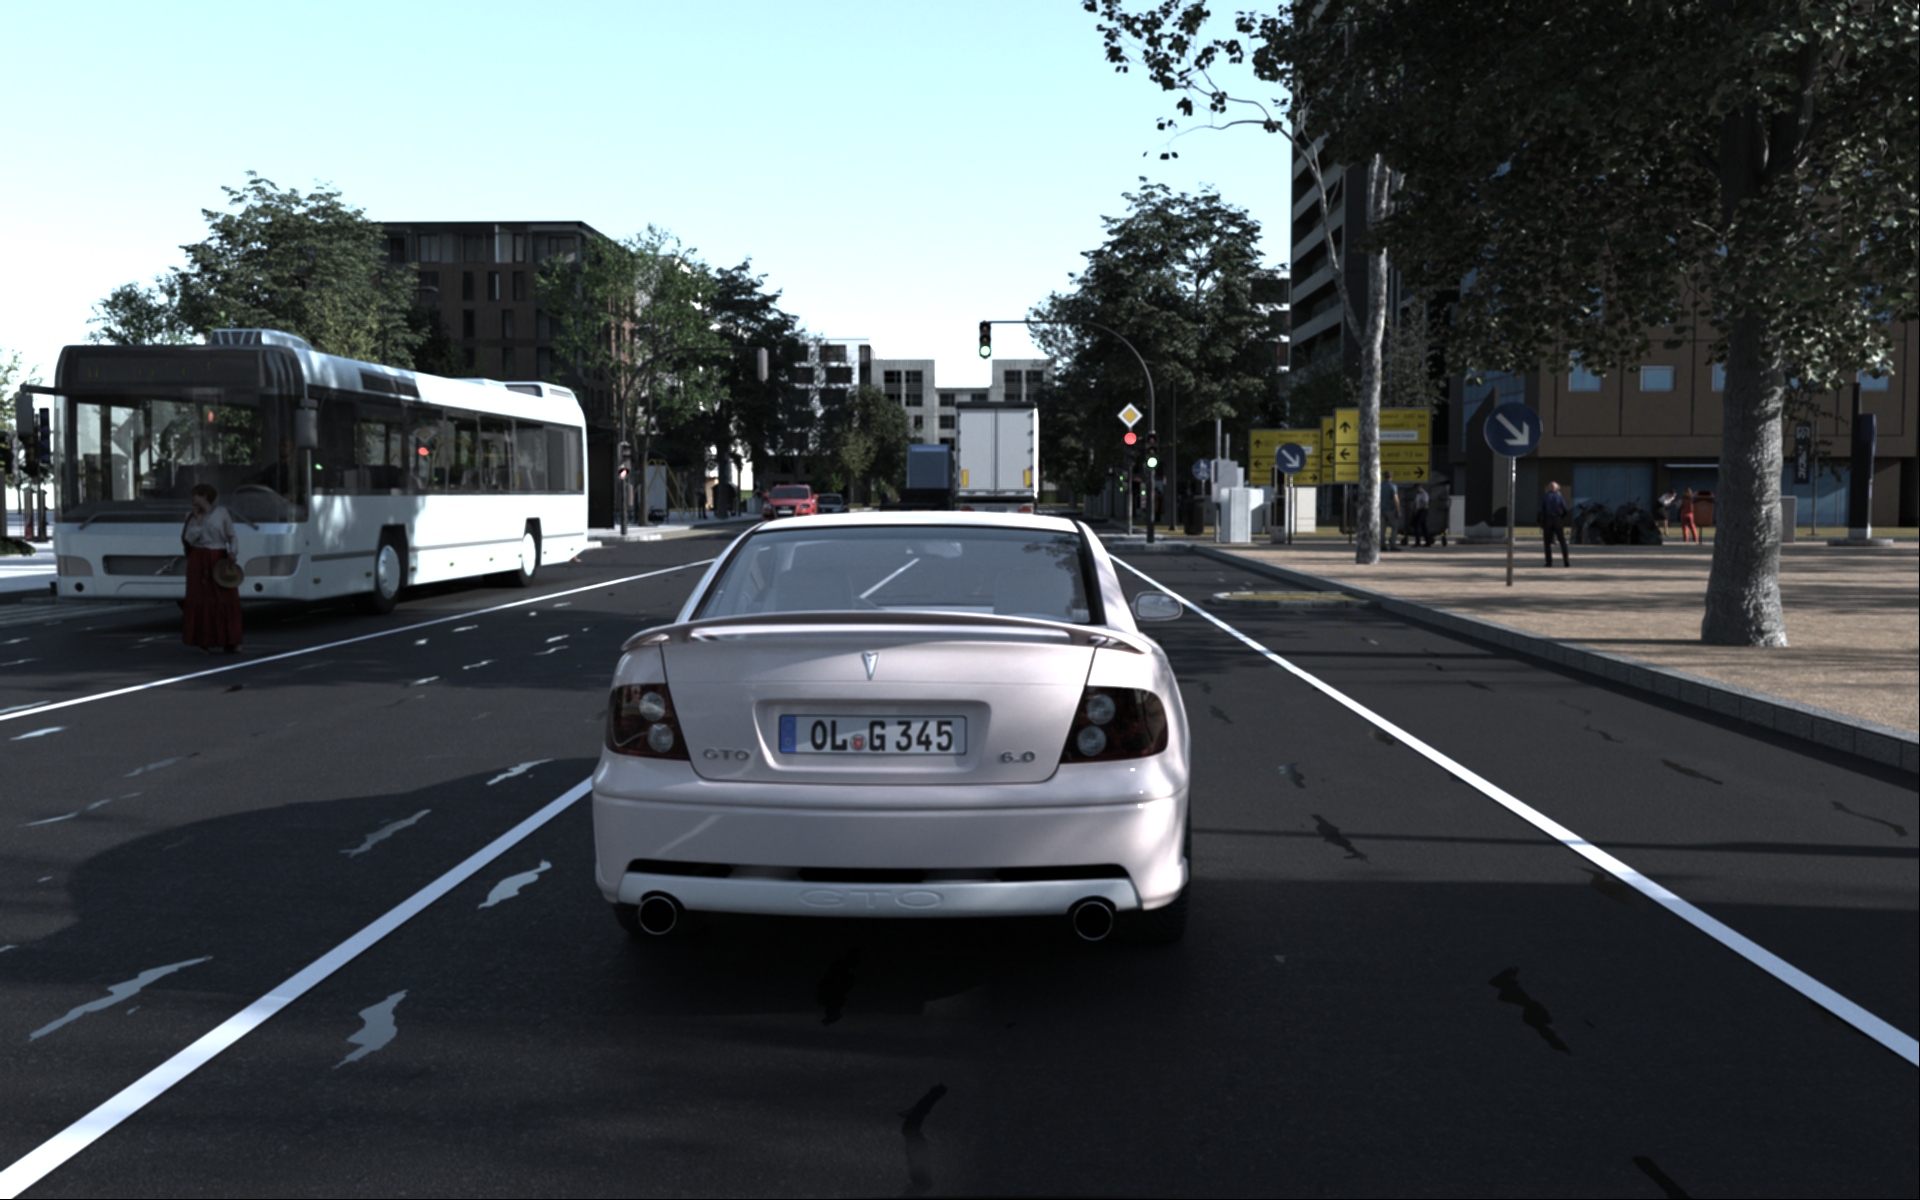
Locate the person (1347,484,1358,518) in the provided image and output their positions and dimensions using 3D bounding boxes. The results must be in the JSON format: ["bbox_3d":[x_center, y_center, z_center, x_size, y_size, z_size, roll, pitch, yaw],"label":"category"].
[{"bbox_3d":[20.673,-5.215,91.174,0.709,1.838,0.599,1,4,11],"label":"person"}]

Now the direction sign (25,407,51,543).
[{"bbox_3d":[-24.179,-3.270,45.462,0.876,3.537,0.379,1,4,22],"label":"direction sign"}]

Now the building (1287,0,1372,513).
[{"bbox_3d":[34.564,-30.110,115.997,21.300,48.544,21.600,0,4,2],"label":"building"}]

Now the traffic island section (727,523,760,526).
[{"bbox_3d":[-9.431,-3.408,78.582,1.991,0.108,1.994,0,4,2],"label":"traffic island section"}]

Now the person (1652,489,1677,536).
[{"bbox_3d":[21.418,-2.653,52.607,0.799,1.438,0.628,2,4,35],"label":"person"}]

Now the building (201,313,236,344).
[{"bbox_3d":[-72.156,-20.145,185.798,11.380,20.091,16.016,0,4,2],"label":"building"}]

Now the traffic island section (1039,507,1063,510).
[{"bbox_3d":[8.243,-8.109,155.444,1.991,0.108,1.994,0,4,2],"label":"traffic island section"}]

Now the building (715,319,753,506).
[{"bbox_3d":[-38.983,-19.406,183.744,31.486,18.905,16.747,0,4,2],"label":"building"}]

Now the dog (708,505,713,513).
[{"bbox_3d":[-16.877,-6.201,118.213,0.540,0.507,0.406,-3,4,-36],"label":"dog"}]

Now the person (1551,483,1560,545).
[{"bbox_3d":[14.833,-2.145,43.326,0.429,1.552,0.499,-1,4,-11],"label":"person"}]

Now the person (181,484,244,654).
[{"bbox_3d":[-6.695,-0.278,15.513,0.523,1.526,0.387,-1,4,-17],"label":"person"}]

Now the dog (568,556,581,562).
[{"bbox_3d":[-8.346,-0.999,36.530,0.748,0.427,0.550,-1,4,-18],"label":"dog"}]

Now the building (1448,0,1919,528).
[{"bbox_3d":[29.332,-25.772,71.487,14.200,45.320,14.600,0,4,2],"label":"building"}]

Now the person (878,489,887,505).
[{"bbox_3d":[-5.218,-6.503,115.265,0.568,1.767,0.683,2,4,29],"label":"person"}]

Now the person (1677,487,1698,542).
[{"bbox_3d":[20.000,-2.284,47.540,0.593,1.614,0.444,3,5,41],"label":"person"}]

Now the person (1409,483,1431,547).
[{"bbox_3d":[11.117,-2.051,41.785,0.590,1.554,0.614,0,4,-4],"label":"person"}]

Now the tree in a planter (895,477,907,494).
[{"bbox_3d":[-6.357,-11.366,183.056,1.991,3.239,1.994,0,4,2],"label":"tree in a planter"}]

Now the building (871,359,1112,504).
[{"bbox_3d":[4.345,-22.525,234.737,31.486,18.905,16.747,0,4,2],"label":"building"}]

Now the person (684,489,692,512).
[{"bbox_3d":[-19.228,-7.038,122.584,0.593,1.643,0.415,0,4,0],"label":"person"}]

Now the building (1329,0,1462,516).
[{"bbox_3d":[32.645,-40.108,94.018,20.563,71.187,20.611,0,4,2],"label":"building"}]

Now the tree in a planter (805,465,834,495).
[{"bbox_3d":[-8.651,-6.623,105.508,1.991,3.239,1.994,0,4,2],"label":"tree in a planter"}]

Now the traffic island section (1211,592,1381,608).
[{"bbox_3d":[4.348,0.003,22.823,1.991,0.108,1.994,0,4,2],"label":"traffic island section"}]

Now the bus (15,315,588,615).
[{"bbox_3d":[-7.922,-1.744,23.381,2.948,3.499,13.247,0,4,2],"label":"bus"}]

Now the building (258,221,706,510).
[{"bbox_3d":[-38.249,-18.490,146.290,27.936,21.610,32.646,0,4,2],"label":"building"}]

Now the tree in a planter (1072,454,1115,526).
[{"bbox_3d":[5.973,-4.959,78.307,1.991,3.239,1.994,0,4,2],"label":"tree in a planter"}]

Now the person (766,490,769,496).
[{"bbox_3d":[-21.739,-11.543,194.845,0.705,1.814,1.350,-3,4,-39],"label":"person"}]

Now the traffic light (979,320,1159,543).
[{"bbox_3d":[2.881,-4.321,45.311,4.771,5.953,1.251,0,4,2],"label":"traffic light"}]

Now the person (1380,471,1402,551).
[{"bbox_3d":[9.669,-2.010,39.028,0.434,1.807,0.598,-2,4,-33],"label":"person"}]

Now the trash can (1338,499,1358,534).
[{"bbox_3d":[12.484,-2.685,55.555,0.748,1.137,0.748,0,3,0],"label":"trash can"}]

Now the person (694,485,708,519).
[{"bbox_3d":[-13.242,-4.999,88.574,0.445,1.727,0.742,2,4,27],"label":"person"}]

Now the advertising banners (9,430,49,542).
[{"bbox_3d":[-25.187,-3.097,46.816,2.074,3.025,0.090,3,4,38],"label":"advertising banners"}]

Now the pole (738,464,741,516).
[{"bbox_3d":[-12.693,-6.468,99.589,0.158,3.312,0.155,0,3,0],"label":"pole"}]

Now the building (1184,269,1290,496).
[{"bbox_3d":[38.439,-20.160,173.587,27.936,21.610,32.646,0,4,2],"label":"building"}]

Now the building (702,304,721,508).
[{"bbox_3d":[-31.386,-19.084,168.450,16.016,20.091,11.380,0,4,2],"label":"building"}]

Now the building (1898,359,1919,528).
[{"bbox_3d":[47.343,-27.597,74.911,21.600,48.544,21.300,0,4,2],"label":"building"}]

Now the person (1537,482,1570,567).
[{"bbox_3d":[10.525,-1.335,30.565,0.574,1.496,0.600,2,4,34],"label":"person"}]

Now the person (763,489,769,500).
[{"bbox_3d":[-16.172,-8.441,144.775,0.721,1.743,1.217,3,4,38],"label":"person"}]

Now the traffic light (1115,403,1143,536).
[{"bbox_3d":[5.209,-3.942,53.373,0.839,4.253,0.868,0,4,2],"label":"traffic light"}]

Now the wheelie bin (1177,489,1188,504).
[{"bbox_3d":[12.747,-5.553,98.694,0.693,1.594,0.980,1,4,17],"label":"wheelie bin"}]

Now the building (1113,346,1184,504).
[{"bbox_3d":[36.575,-24.207,239.757,32.646,21.610,27.936,0,4,2],"label":"building"}]

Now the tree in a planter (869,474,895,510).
[{"bbox_3d":[-7.144,-9.719,156.124,1.991,3.239,1.994,0,4,2],"label":"tree in a planter"}]

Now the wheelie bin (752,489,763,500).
[{"bbox_3d":[-13.422,-6.535,114.748,0.693,1.594,0.980,-1,4,-18],"label":"wheelie bin"}]

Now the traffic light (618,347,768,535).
[{"bbox_3d":[-8.352,-4.839,53.790,4.771,5.953,1.251,0,4,2],"label":"traffic light"}]

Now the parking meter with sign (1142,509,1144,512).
[{"bbox_3d":[13.964,-8.005,127.149,0.543,3.016,1.738,2,4,33],"label":"parking meter with sign"}]

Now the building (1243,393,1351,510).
[{"bbox_3d":[28.746,-12.301,143.263,9.099,9.664,28.070,0,4,2],"label":"building"}]

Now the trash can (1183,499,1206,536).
[{"bbox_3d":[7.252,-2.570,53.677,0.748,1.137,0.748,0,3,0],"label":"trash can"}]

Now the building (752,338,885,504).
[{"bbox_3d":[-27.537,-24.304,241.351,32.646,21.610,27.936,0,4,2],"label":"building"}]

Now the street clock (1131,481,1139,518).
[{"bbox_3d":[9.519,-5.517,94.780,0.471,2.002,0.358,2,4,34],"label":"street clock"}]

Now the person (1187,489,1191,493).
[{"bbox_3d":[22.423,-10.053,170.376,1.348,1.831,0.705,1,4,11],"label":"person"}]

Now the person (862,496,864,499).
[{"bbox_3d":[-10.278,-11.028,189.604,1.065,1.426,0.557,2,4,30],"label":"person"}]

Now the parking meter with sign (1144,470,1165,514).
[{"bbox_3d":[12.863,-7.014,110.946,1.738,3.016,0.543,1,4,15],"label":"parking meter with sign"}]

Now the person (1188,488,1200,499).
[{"bbox_3d":[11.783,-4.870,87.534,0.647,1.594,0.662,-2,4,-27],"label":"person"}]

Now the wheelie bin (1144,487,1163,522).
[{"bbox_3d":[8.989,-4.420,80.181,0.693,1.594,0.980,3,5,43],"label":"wheelie bin"}]
